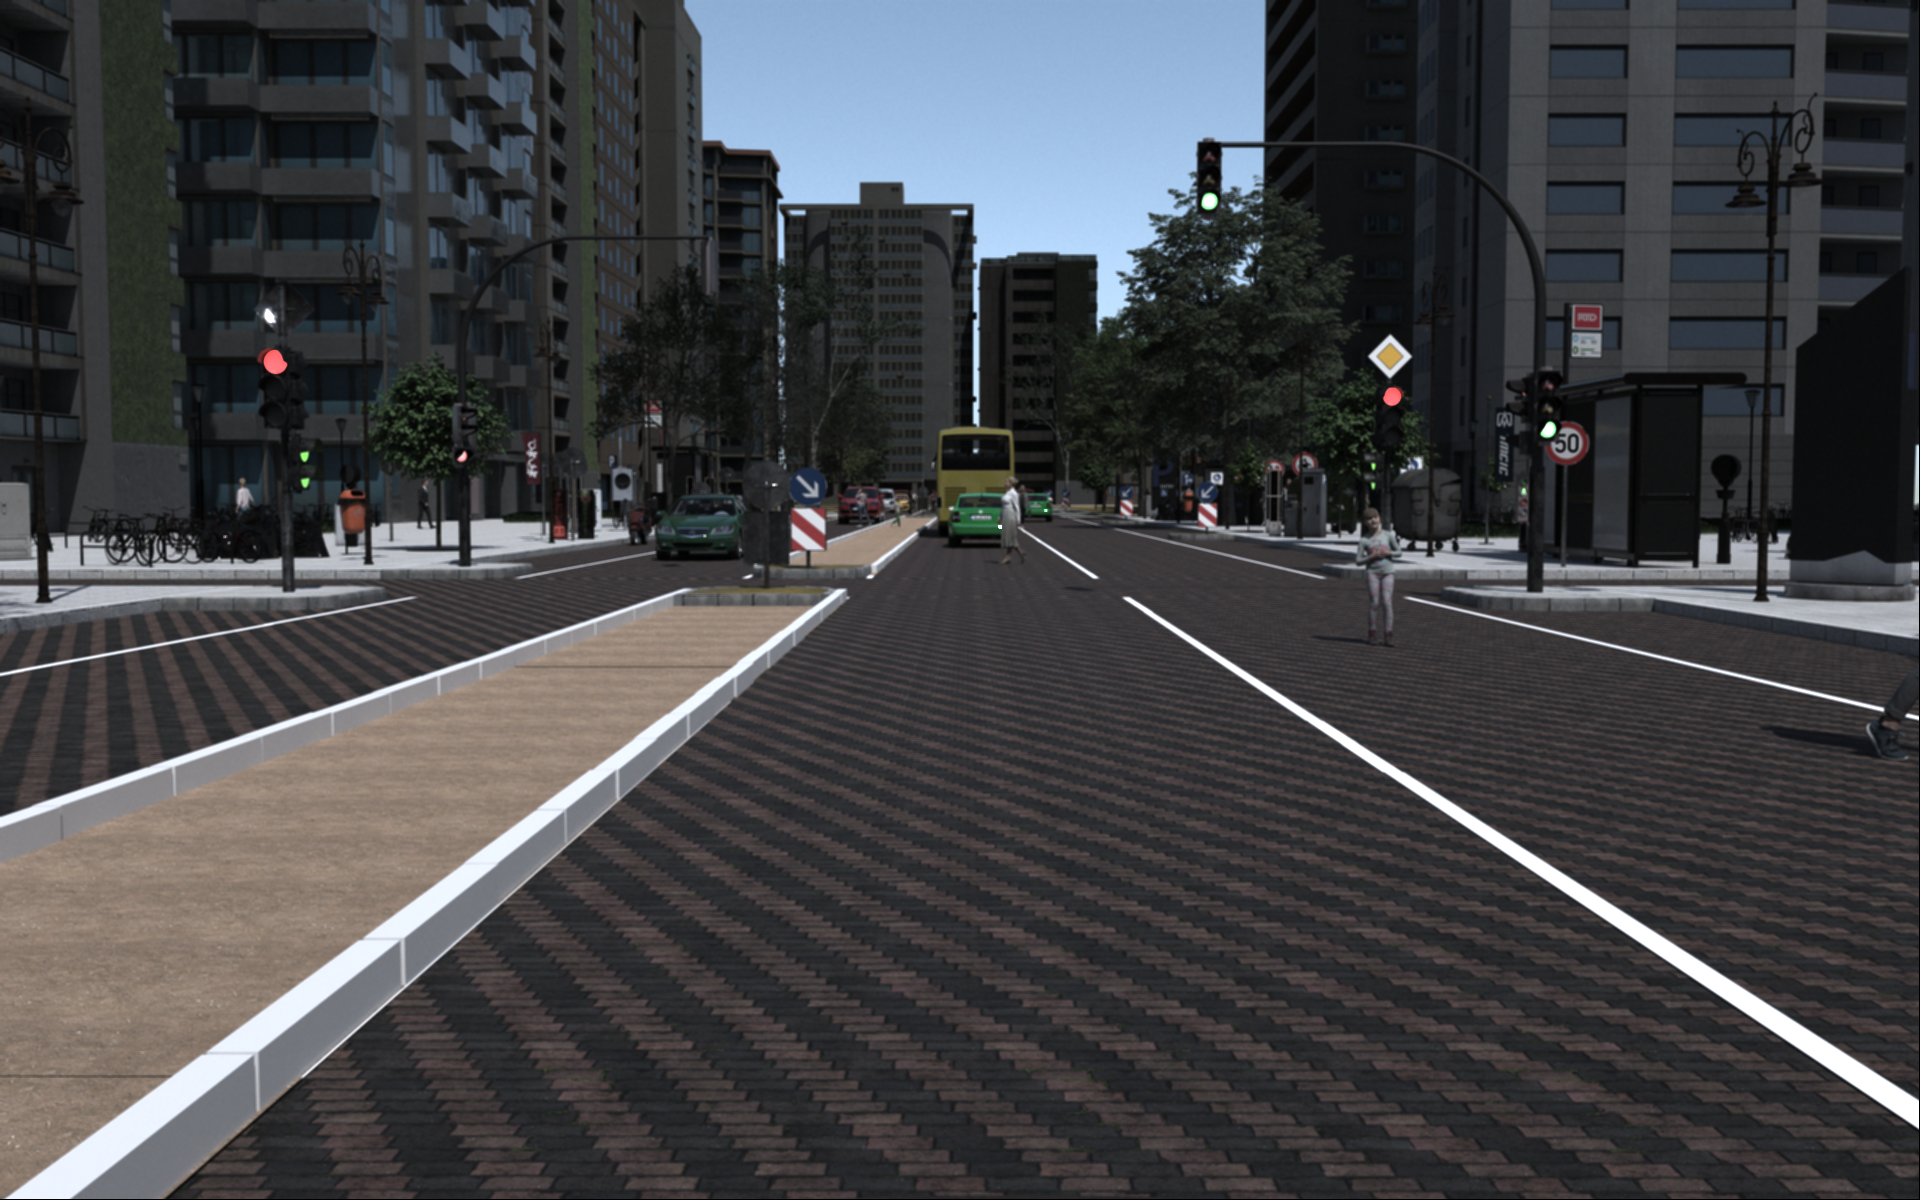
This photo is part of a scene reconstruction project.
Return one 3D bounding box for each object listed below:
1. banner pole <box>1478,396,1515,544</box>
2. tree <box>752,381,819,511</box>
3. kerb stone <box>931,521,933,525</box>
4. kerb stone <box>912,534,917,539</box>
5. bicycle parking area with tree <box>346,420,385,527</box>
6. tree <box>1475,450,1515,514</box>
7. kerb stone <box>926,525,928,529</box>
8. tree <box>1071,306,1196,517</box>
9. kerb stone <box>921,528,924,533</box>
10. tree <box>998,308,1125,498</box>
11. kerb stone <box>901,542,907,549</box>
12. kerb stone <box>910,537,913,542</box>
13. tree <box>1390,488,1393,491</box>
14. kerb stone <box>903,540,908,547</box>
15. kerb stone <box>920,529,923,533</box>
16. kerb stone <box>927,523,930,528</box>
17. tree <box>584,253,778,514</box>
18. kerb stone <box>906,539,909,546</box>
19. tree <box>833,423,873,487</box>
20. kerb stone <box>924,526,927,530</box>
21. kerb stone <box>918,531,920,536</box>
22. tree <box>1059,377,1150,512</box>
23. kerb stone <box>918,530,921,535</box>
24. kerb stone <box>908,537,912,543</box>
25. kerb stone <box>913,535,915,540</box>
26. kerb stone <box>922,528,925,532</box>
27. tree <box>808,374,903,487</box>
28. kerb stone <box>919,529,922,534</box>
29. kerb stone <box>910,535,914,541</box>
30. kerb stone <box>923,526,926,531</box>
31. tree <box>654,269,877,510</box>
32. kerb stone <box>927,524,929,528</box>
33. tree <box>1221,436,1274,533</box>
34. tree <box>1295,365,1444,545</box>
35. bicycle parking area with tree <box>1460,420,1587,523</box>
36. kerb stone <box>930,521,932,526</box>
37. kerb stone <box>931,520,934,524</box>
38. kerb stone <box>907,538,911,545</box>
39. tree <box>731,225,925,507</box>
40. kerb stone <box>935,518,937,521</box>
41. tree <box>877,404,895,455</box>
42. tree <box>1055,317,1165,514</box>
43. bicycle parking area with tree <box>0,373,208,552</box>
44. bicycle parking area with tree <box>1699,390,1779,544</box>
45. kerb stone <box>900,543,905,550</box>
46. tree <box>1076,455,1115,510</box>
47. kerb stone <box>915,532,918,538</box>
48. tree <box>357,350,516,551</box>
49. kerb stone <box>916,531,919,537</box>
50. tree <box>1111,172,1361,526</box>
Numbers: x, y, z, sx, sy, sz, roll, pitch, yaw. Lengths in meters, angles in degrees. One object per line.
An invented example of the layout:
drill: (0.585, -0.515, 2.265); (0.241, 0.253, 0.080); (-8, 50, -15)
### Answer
banner pole: (13.671, -3.306, 44.069); (0.863, 3.779, 0.401); (1, 4, 22)
tree: (-10.887, -9.491, 105.544); (4.360, 8.622, 3.978); (0, 3, 0)
kerb stone: (-1.368, -3.279, 75.799); (0.120, 0.150, 1.000); (0, 4, 0)
kerb stone: (-1.460, -1.836, 52.207); (0.120, 0.150, 1.000); (0, 4, 0)
bicycle parking area with tree: (-26.110, -4.795, 65.403); (8.231, 4.147, 9.016); (0, 4, 2)
tree: (23.386, -4.950, 75.539); (1.663, 3.219, 1.824); (0, 3, 0)
kerb stone: (-1.403, -2.712, 66.581); (0.120, 0.150, 1.000); (0, 4, 0)
tree: (9.981, -10.469, 96.918); (9.928, 11.665, 9.643); (0, 3, 0)
kerb stone: (-1.420, -2.339, 60.433); (0.120, 0.150, 1.000); (0, 4, 0)
tree: (10.283, -19.599, 176.334); (12.611, 20.169, 13.585); (0, 3, 0)
kerb stone: (-1.495, -1.331, 43.999); (0.120, 0.150, 1.000); (0, 4, 0)
kerb stone: (-1.476, -1.641, 49.140); (0.120, 0.150, 1.000); (0, 4, 0)
tree: (23.318, -5.876, 90.681); (1.663, 3.219, 1.824); (0, 3, 0)
kerb stone: (-1.493, -1.396, 45.025); (0.120, 0.150, 1.000); (0, 4, 0)
kerb stone: (-1.431, -2.276, 59.410); (0.120, 0.150, 1.000); (0, 4, 0)
kerb stone: (-1.390, -2.902, 69.647); (0.120, 0.150, 1.000); (0, 4, 0)
tree: (-11.050, -8.107, 66.958); (7.601, 10.594, 8.767); (1, 4, 17)
kerb stone: (-1.488, -1.459, 46.051); (0.120, 0.150, 1.000); (0, 4, 0)
tree: (-10.792, -13.435, 170.021); (4.737, 8.622, 4.395); (0, 3, 0)
kerb stone: (-1.405, -2.590, 64.535); (0.120, 0.150, 1.000); (0, 4, 0)
kerb stone: (-1.450, -2.084, 56.315); (0.120, 0.150, 1.000); (0, 4, 0)
tree: (10.704, -11.655, 124.977); (7.601, 10.594, 8.767); (-2, 4, -26)
kerb stone: (-1.443, -2.142, 57.348); (0.120, 0.150, 1.000); (0, 4, 0)
kerb stone: (-1.481, -1.581, 48.109); (0.120, 0.150, 1.000); (0, 4, 0)
kerb stone: (-1.469, -1.773, 51.185); (0.120, 0.150, 1.000); (0, 4, 0)
kerb stone: (-1.420, -2.396, 61.459); (0.120, 0.150, 1.000); (0, 4, 0)
tree: (-11.106, -16.671, 179.221); (9.857, 13.997, 8.962); (0, 3, 0)
kerb stone: (-1.447, -2.213, 58.378); (0.120, 0.150, 1.000); (0, 4, 0)
kerb stone: (-1.476, -1.710, 50.161); (0.120, 0.150, 1.000); (0, 4, 0)
kerb stone: (-1.416, -2.527, 63.512); (0.120, 0.150, 1.000); (0, 4, 0)
tree: (-11.633, -11.274, 94.692); (12.009, 13.543, 11.850); (0, 3, 0)
kerb stone: (-1.396, -2.840, 68.625); (0.120, 0.150, 1.000); (0, 4, 0)
tree: (9.580, -3.890, 58.210); (1.663, 3.219, 1.824); (0, 3, 0)
tree: (10.181, -3.689, 44.024); (4.285, 4.588, 4.351); (0, 3, 0)
bicycle parking area with tree: (22.438, -4.953, 67.985); (8.231, 4.147, 9.016); (0, 4, -3)
kerb stone: (-1.364, -3.153, 73.750); (0.120, 0.150, 1.000); (0, 4, 0)
kerb stone: (-1.356, -3.341, 76.821); (0.120, 0.150, 1.000); (0, 4, 0)
kerb stone: (-1.478, -1.522, 47.085); (0.120, 0.150, 1.000); (0, 4, 0)
tree: (-9.222, -16.238, 121.379); (12.611, 20.169, 13.585); (0, 3, 0)
kerb stone: (-1.330, -3.842, 85.005); (0.120, 0.150, 1.000); (0, 4, 0)
tree: (-10.646, -14.757, 151.651); (12.009, 13.543, 11.850); (0, 3, 0)
tree: (9.992, -11.810, 111.228); (7.486, 12.596, 7.792); (0, 3, 0)
bicycle parking area with tree: (-21.230, -3.430, 43.082); (8.231, 4.147, 9.016); (-3, 5, -42)
bicycle parking area with tree: (24.377, -3.701, 47.508); (8.231, 4.147, 9.016); (1, 4, 17)
kerb stone: (-1.500, -1.271, 42.976); (0.120, 0.150, 1.000); (0, 4, 0)
tree: (10.953, -9.536, 139.622); (4.285, 4.588, 4.351); (0, 3, 0)
kerb stone: (-1.459, -1.958, 54.252); (0.120, 0.150, 1.000); (0, 4, 0)
tree: (-11.797, -3.397, 39.256); (4.285, 4.588, 4.351); (0, 3, 0)
kerb stone: (-1.451, -2.024, 55.286); (0.120, 0.150, 1.000); (0, 4, 0)
tree: (10.910, -9.948, 69.311); (9.857, 13.997, 8.962); (0, 3, 0)
